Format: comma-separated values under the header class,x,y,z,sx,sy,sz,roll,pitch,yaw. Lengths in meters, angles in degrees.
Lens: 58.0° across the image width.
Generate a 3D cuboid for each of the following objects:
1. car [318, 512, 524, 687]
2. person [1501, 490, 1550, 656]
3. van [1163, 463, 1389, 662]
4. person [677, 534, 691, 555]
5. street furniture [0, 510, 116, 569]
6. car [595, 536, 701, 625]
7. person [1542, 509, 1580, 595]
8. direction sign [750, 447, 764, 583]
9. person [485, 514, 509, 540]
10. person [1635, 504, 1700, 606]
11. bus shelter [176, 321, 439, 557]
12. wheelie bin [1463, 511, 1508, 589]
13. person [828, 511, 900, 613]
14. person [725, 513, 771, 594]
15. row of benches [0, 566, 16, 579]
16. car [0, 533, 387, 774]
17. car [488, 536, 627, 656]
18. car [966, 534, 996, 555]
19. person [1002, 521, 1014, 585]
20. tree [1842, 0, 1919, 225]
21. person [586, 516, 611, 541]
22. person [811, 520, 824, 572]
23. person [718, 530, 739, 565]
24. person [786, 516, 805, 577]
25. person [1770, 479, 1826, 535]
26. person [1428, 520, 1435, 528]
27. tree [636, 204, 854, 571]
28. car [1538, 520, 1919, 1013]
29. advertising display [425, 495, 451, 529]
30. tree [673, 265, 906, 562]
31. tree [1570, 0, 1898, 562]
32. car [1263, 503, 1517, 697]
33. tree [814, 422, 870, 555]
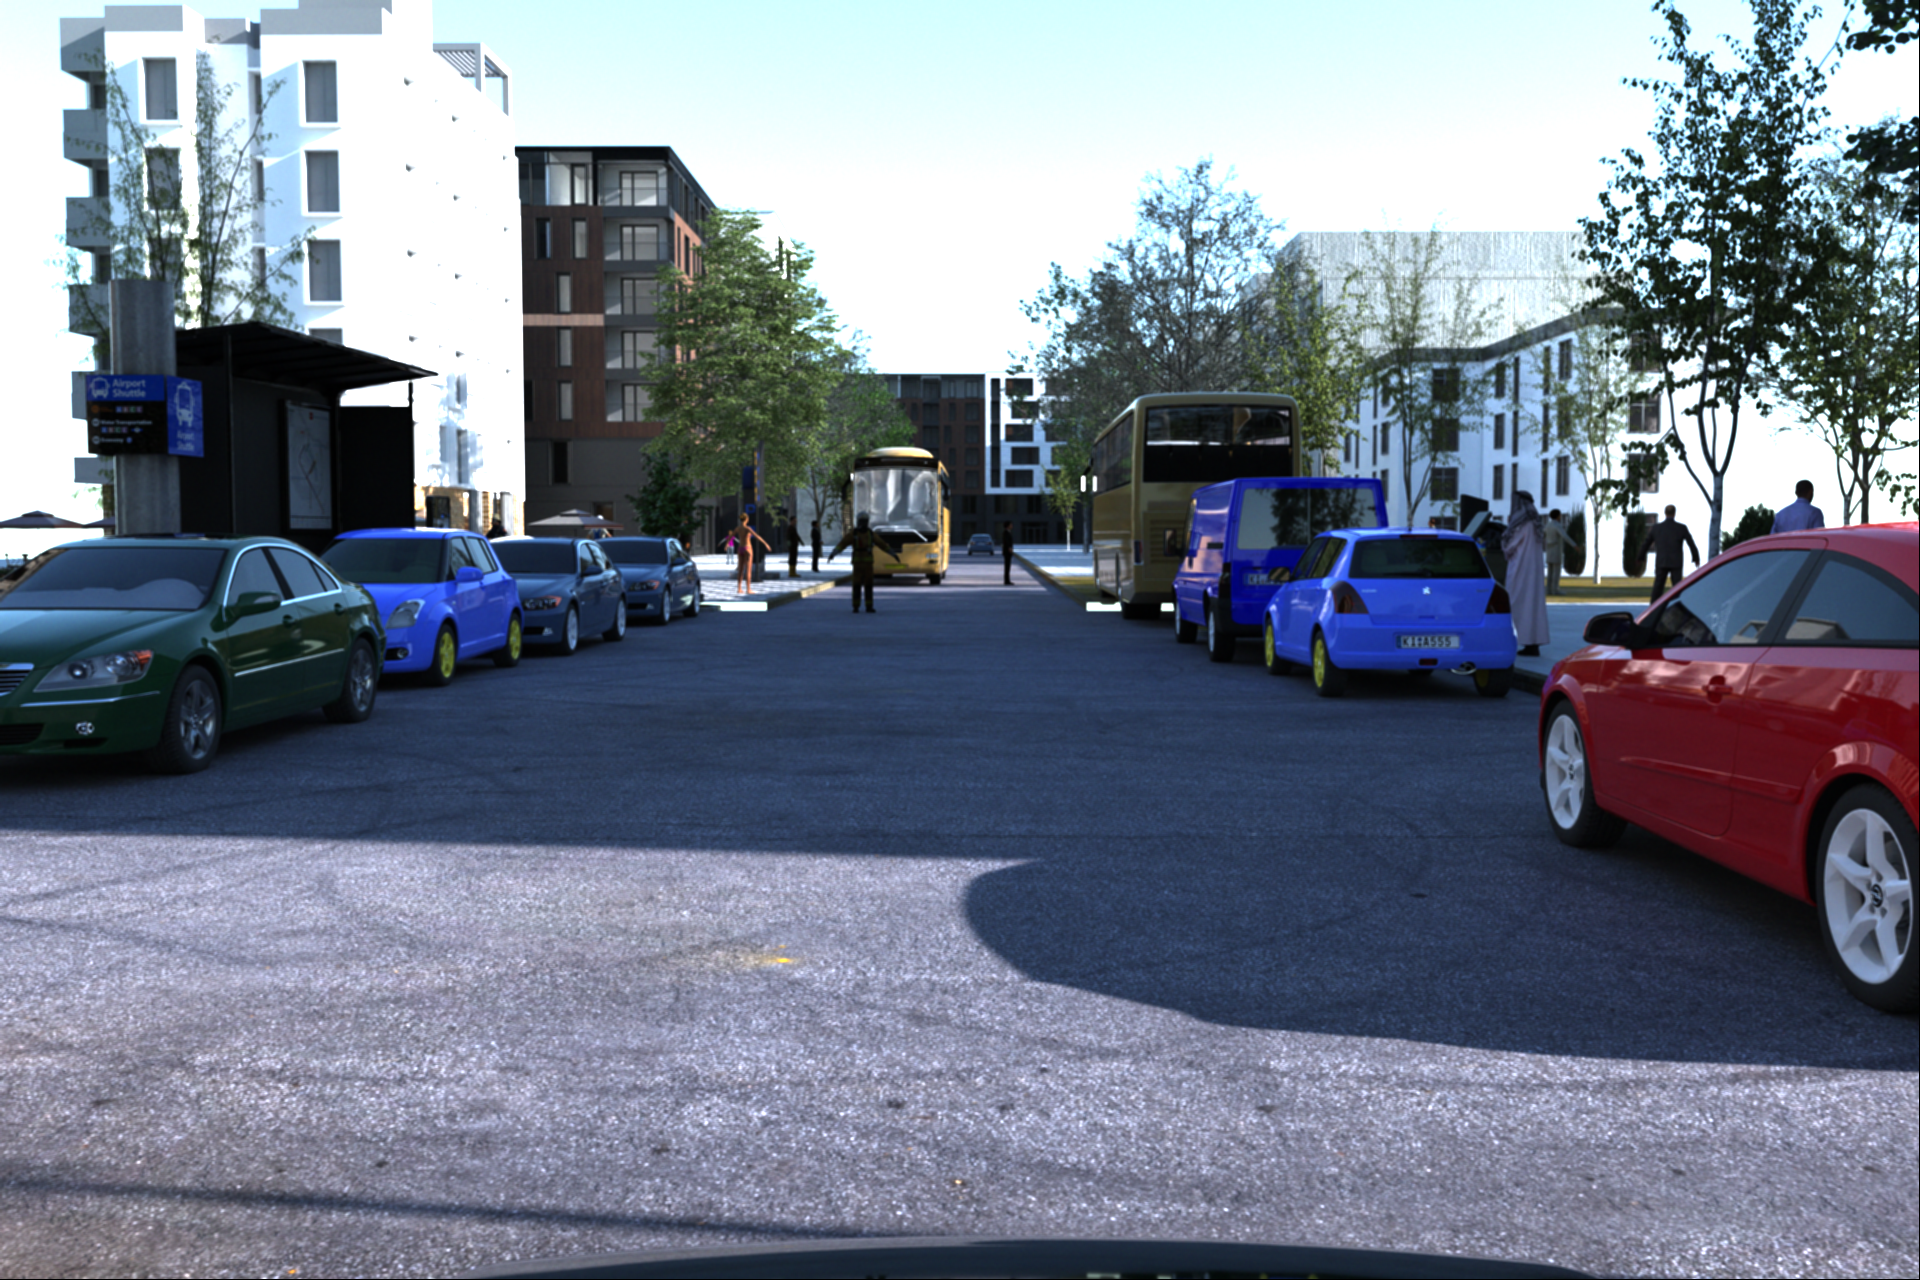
class,x,y,z,sx,sy,sz,roll,pitch,yaw
car,-5.634,-0.477,17.391,1.945,1.707,3.694,0,4,1
person,5.917,-0.707,18.276,0.621,1.740,0.551,1,4,22
van,3.757,-1.017,21.016,2.240,2.365,5.245,0,4,0
person,-7.562,-2.520,47.421,0.704,1.802,1.346,-2,4,-24
street furniture,-31.716,-2.515,46.144,27.439,1.986,14.083,1,4,14
car,-5.429,-1.021,28.701,2.014,1.417,4.499,0,4,1
person,12.556,-1.854,36.494,0.705,1.806,1.347,-1,4,-16
direction sign,-5.338,-3.270,45.469,0.379,3.537,0.876,0,4,0
person,-13.350,-2.692,49.792,1.354,1.856,0.705,3,4,36
person,11.416,-1.304,27.916,0.990,1.755,0.434,2,4,35
bus shelter,-8.509,-1.894,22.247,1.731,3.624,6.357,0,4,1
wheelie bin,7.309,-0.998,24.228,0.693,1.594,0.980,0,4,1
person,-1.768,-1.430,31.613,1.354,1.858,0.705,-1,4,-16
person,-4.612,-1.876,37.470,1.217,1.733,0.721,2,4,30
row of benches,-17.883,-1.065,32.874,1.422,0.672,4.104,0,4,1
car,-5.459,-0.003,11.843,2.131,1.459,4.920,0,4,0
car,-5.408,-0.608,21.941,2.014,1.417,4.499,0,4,1
car,1.423,-6.450,117.464,2.014,1.417,4.499,0,4,1
person,1.379,-2.466,48.960,0.705,1.806,1.347,0,4,2
tree,10.032,-6.376,10.899,9.857,13.997,8.962,0,3,0
person,-10.988,-2.879,52.920,1.347,1.847,0.705,2,4,30
person,-4.801,-3.163,58.442,0.721,1.740,1.216,-1,4,-18
person,-9.543,-3.832,71.927,0.991,1.433,0.599,0,4,-8
person,-4.934,-2.776,51.518,0.704,1.812,1.346,1,4,13
person,8.705,-0.726,17.781,0.599,1.838,0.709,-2,4,-32
person,16.683,-3.372,61.400,0.705,1.796,1.348,3,4,36
tree,-7.605,-8.720,60.696,7.486,12.596,7.792,0,3,0
car,3.643,0.146,6.654,2.155,1.783,4.494,0,4,1
advertising display,-8.832,-1.477,29.358,0.123,1.923,0.974,0,4,1
tree,-7.679,-10.296,78.710,12.009,13.543,11.850,0,3,0
tree,9.716,-4.390,22.135,4.737,8.622,4.395,0,3,0
car,3.980,-0.425,16.539,1.945,1.707,3.694,0,4,0
tree,-7.377,-9.658,108.273,4.737,8.622,4.395,0,3,0
